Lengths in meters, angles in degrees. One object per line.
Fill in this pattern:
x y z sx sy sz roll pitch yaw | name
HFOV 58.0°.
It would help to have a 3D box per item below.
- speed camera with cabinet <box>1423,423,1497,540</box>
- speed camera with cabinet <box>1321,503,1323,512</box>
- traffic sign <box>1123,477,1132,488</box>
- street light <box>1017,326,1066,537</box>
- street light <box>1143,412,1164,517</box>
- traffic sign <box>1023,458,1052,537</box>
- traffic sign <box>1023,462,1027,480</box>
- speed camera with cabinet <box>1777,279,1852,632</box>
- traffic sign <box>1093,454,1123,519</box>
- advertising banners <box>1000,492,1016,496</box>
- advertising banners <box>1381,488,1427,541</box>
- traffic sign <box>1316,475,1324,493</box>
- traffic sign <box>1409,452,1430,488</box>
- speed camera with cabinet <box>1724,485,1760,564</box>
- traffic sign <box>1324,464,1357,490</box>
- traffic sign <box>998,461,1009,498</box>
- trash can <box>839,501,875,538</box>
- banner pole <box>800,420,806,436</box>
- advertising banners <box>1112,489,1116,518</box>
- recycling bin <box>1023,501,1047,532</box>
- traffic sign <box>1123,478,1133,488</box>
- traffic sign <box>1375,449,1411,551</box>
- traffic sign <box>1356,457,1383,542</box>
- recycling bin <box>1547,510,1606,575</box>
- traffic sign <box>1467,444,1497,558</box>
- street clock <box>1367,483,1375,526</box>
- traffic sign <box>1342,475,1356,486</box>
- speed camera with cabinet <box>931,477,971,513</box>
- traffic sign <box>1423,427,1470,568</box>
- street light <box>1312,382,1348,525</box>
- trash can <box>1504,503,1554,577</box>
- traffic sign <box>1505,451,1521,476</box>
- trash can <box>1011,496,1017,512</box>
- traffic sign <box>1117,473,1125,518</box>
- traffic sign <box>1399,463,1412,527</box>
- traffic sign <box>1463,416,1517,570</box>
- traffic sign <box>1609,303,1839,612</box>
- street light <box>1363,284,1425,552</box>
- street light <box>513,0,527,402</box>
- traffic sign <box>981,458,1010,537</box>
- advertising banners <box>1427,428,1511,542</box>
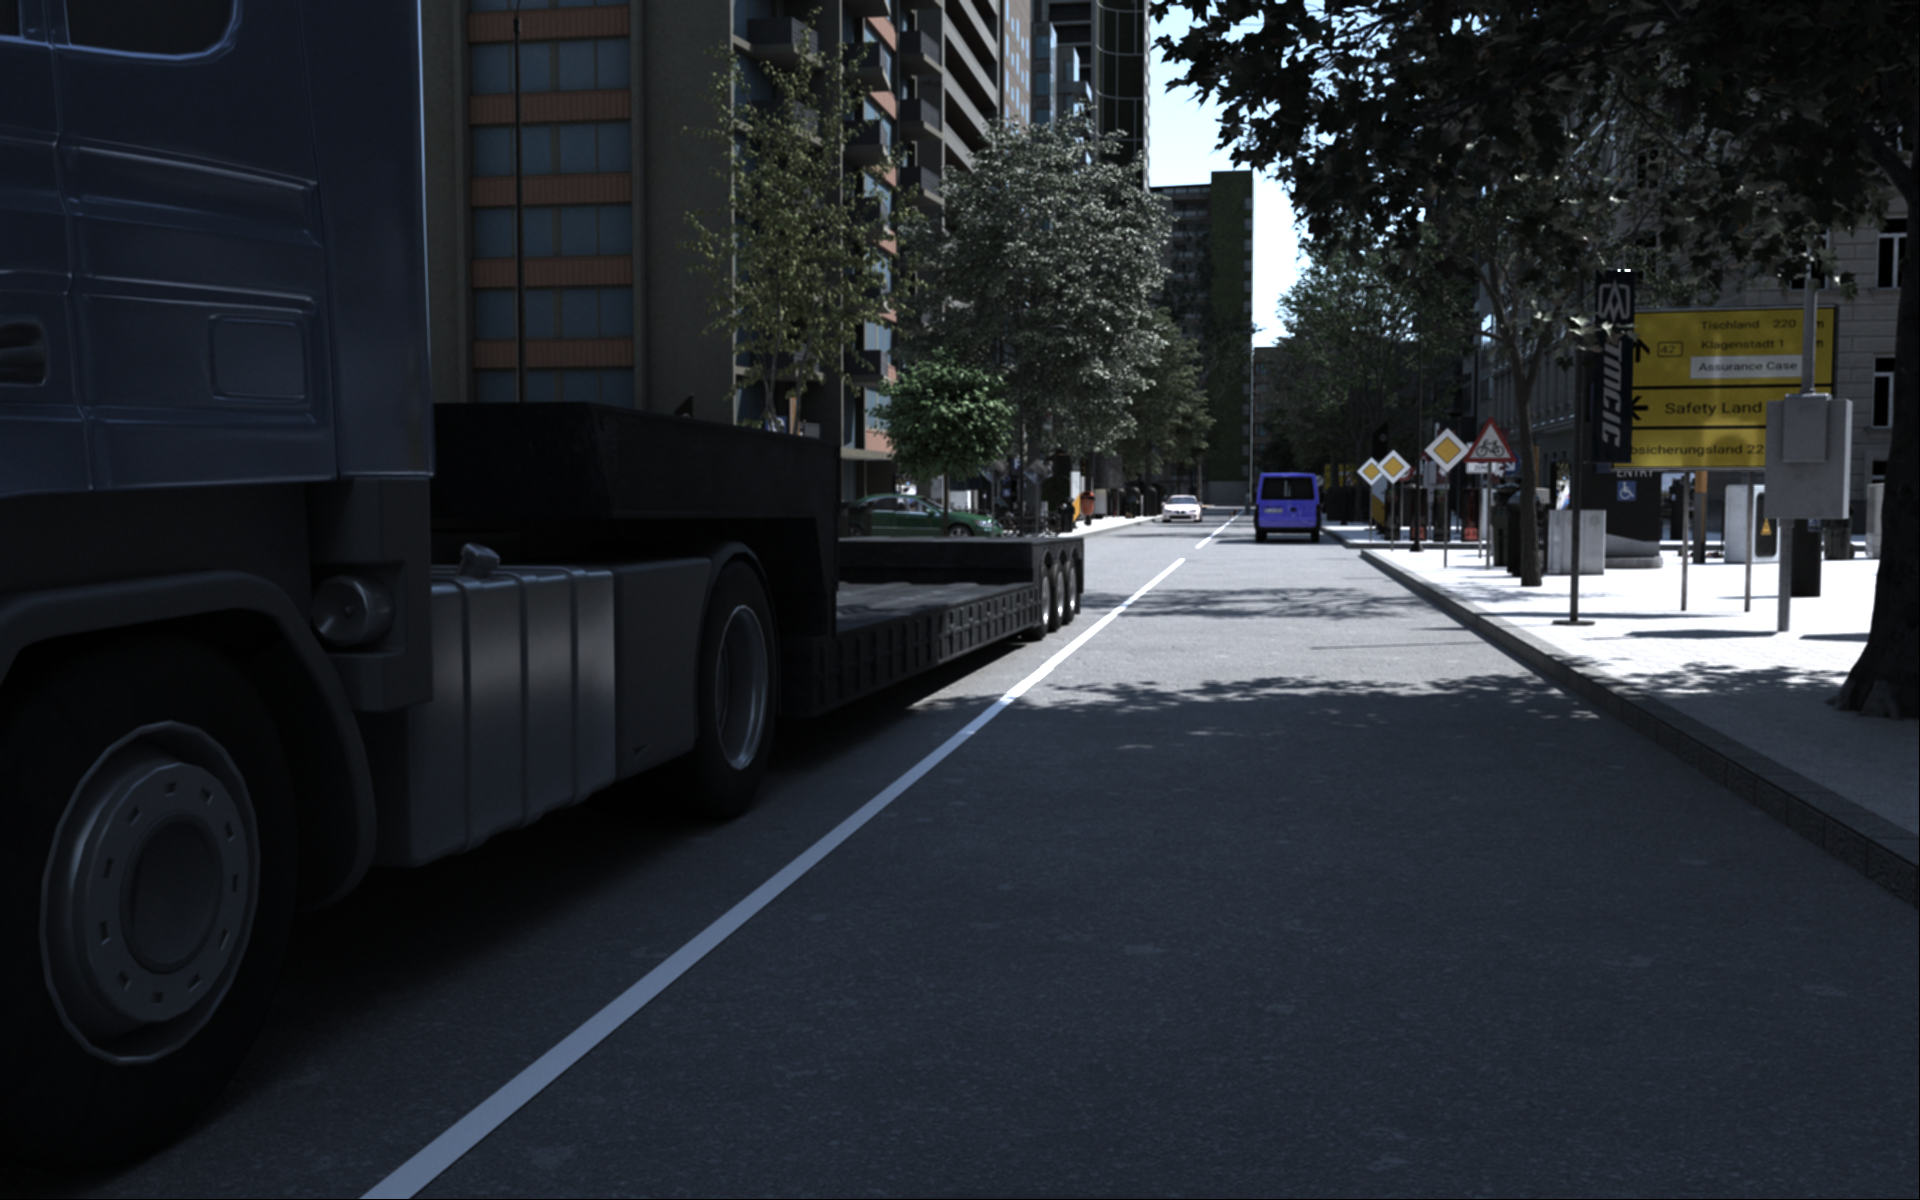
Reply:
13.986 -3.298 48.255 2.038 3.252 0.660 1 4 19 | speed camera with cabinet
26.177 -7.701 120.249 2.038 3.252 0.660 1 4 21 | speed camera with cabinet
10.672 -6.737 111.340 0.795 2.450 0.064 1 4 13 | traffic sign
2.239 -4.614 47.979 1.470 5.913 1.316 1 4 10 | street light
11.035 -7.636 97.390 1.470 5.913 1.316 1 4 10 | street light
2.152 -2.724 48.177 0.795 2.450 0.064 1 4 10 | traffic sign
2.539 -3.870 63.388 0.768 2.556 0.104 1 4 18 | traffic sign
8.503 -1.313 15.809 2.038 3.252 0.660 2 4 32 | speed camera with cabinet
7.126 -5.751 87.908 2.265 3.308 0.079 1 4 15 | traffic sign
3.052 -7.663 121.471 2.074 3.025 0.090 0 4 -5 | advertising banners
12.483 -3.119 47.188 2.074 3.025 0.090 3 4 38 | advertising banners
24.154 -7.140 116.838 0.768 2.556 0.104 1 4 13 | traffic sign
14.170 -3.240 52.981 0.884 2.594 0.081 1 4 17 | traffic sign
15.119 -2.319 32.245 2.038 3.252 0.660 -2 4 -32 | speed camera with cabinet
25.601 -7.488 116.307 2.265 3.308 0.079 1 4 19 | traffic sign
1.421 -3.894 63.779 0.768 2.556 0.104 1 4 16 | traffic sign
-2.020 -1.355 33.813 0.748 1.137 0.748 0 3 0 | trash can
-5.305 -4.181 58.383 0.401 3.779 0.863 0 4 8 | banner pole
8.518 -6.063 95.320 0.090 3.025 2.074 1 4 10 | advertising banners
2.515 -2.836 58.928 0.722 1.027 0.722 -1 4 -21 | recycling bin
10.939 -6.766 112.753 0.606 2.300 0.079 1 4 11 | traffic sign
9.675 -2.146 38.732 0.795 2.450 0.064 1 4 10 | traffic sign
11.057 -2.627 46.597 0.795 2.450 0.064 1 4 10 | traffic sign
9.842 -0.928 27.725 0.722 1.027 0.722 0 4 -3 | recycling bin
10.358 -1.975 34.420 0.606 2.300 0.079 1 4 11 | traffic sign
16.595 -3.985 69.722 0.358 2.002 0.471 3 5 40 | street clock
25.402 -6.919 113.125 0.884 2.594 0.081 1 4 14 | traffic sign
-0.483 -5.937 91.404 2.038 3.252 0.660 1 4 18 | speed camera with cabinet
8.423 -1.762 29.998 0.795 2.450 0.064 1 4 10 | traffic sign
15.315 -6.047 71.408 1.470 5.913 1.316 1 4 10 | street light
8.822 -0.932 26.898 0.748 1.137 0.748 0 3 0 | trash can
15.808 -3.056 50.071 0.768 2.556 0.104 1 4 15 | traffic sign
3.568 -6.297 114.606 0.748 1.137 0.748 0 3 0 | trash can
8.564 -5.731 93.810 0.768 2.556 0.104 1 4 14 | traffic sign
17.283 -4.135 67.711 0.768 2.556 0.104 1 4 14 | traffic sign
8.878 -1.777 29.062 0.884 2.594 0.081 1 4 10 | traffic sign
8.270 -1.528 18.854 2.265 3.308 0.079 1 4 15 | traffic sign
9.606 -4.026 38.361 1.470 5.913 1.316 1 4 10 | street light
-3.375 -2.616 15.319 1.470 5.913 1.316 1 4 10 | street light
0.770 -2.243 40.312 0.795 2.450 0.064 1 4 10 | traffic sign
13.607 -3.059 46.195 2.074 3.025 0.090 0 4 3 | advertising banners
